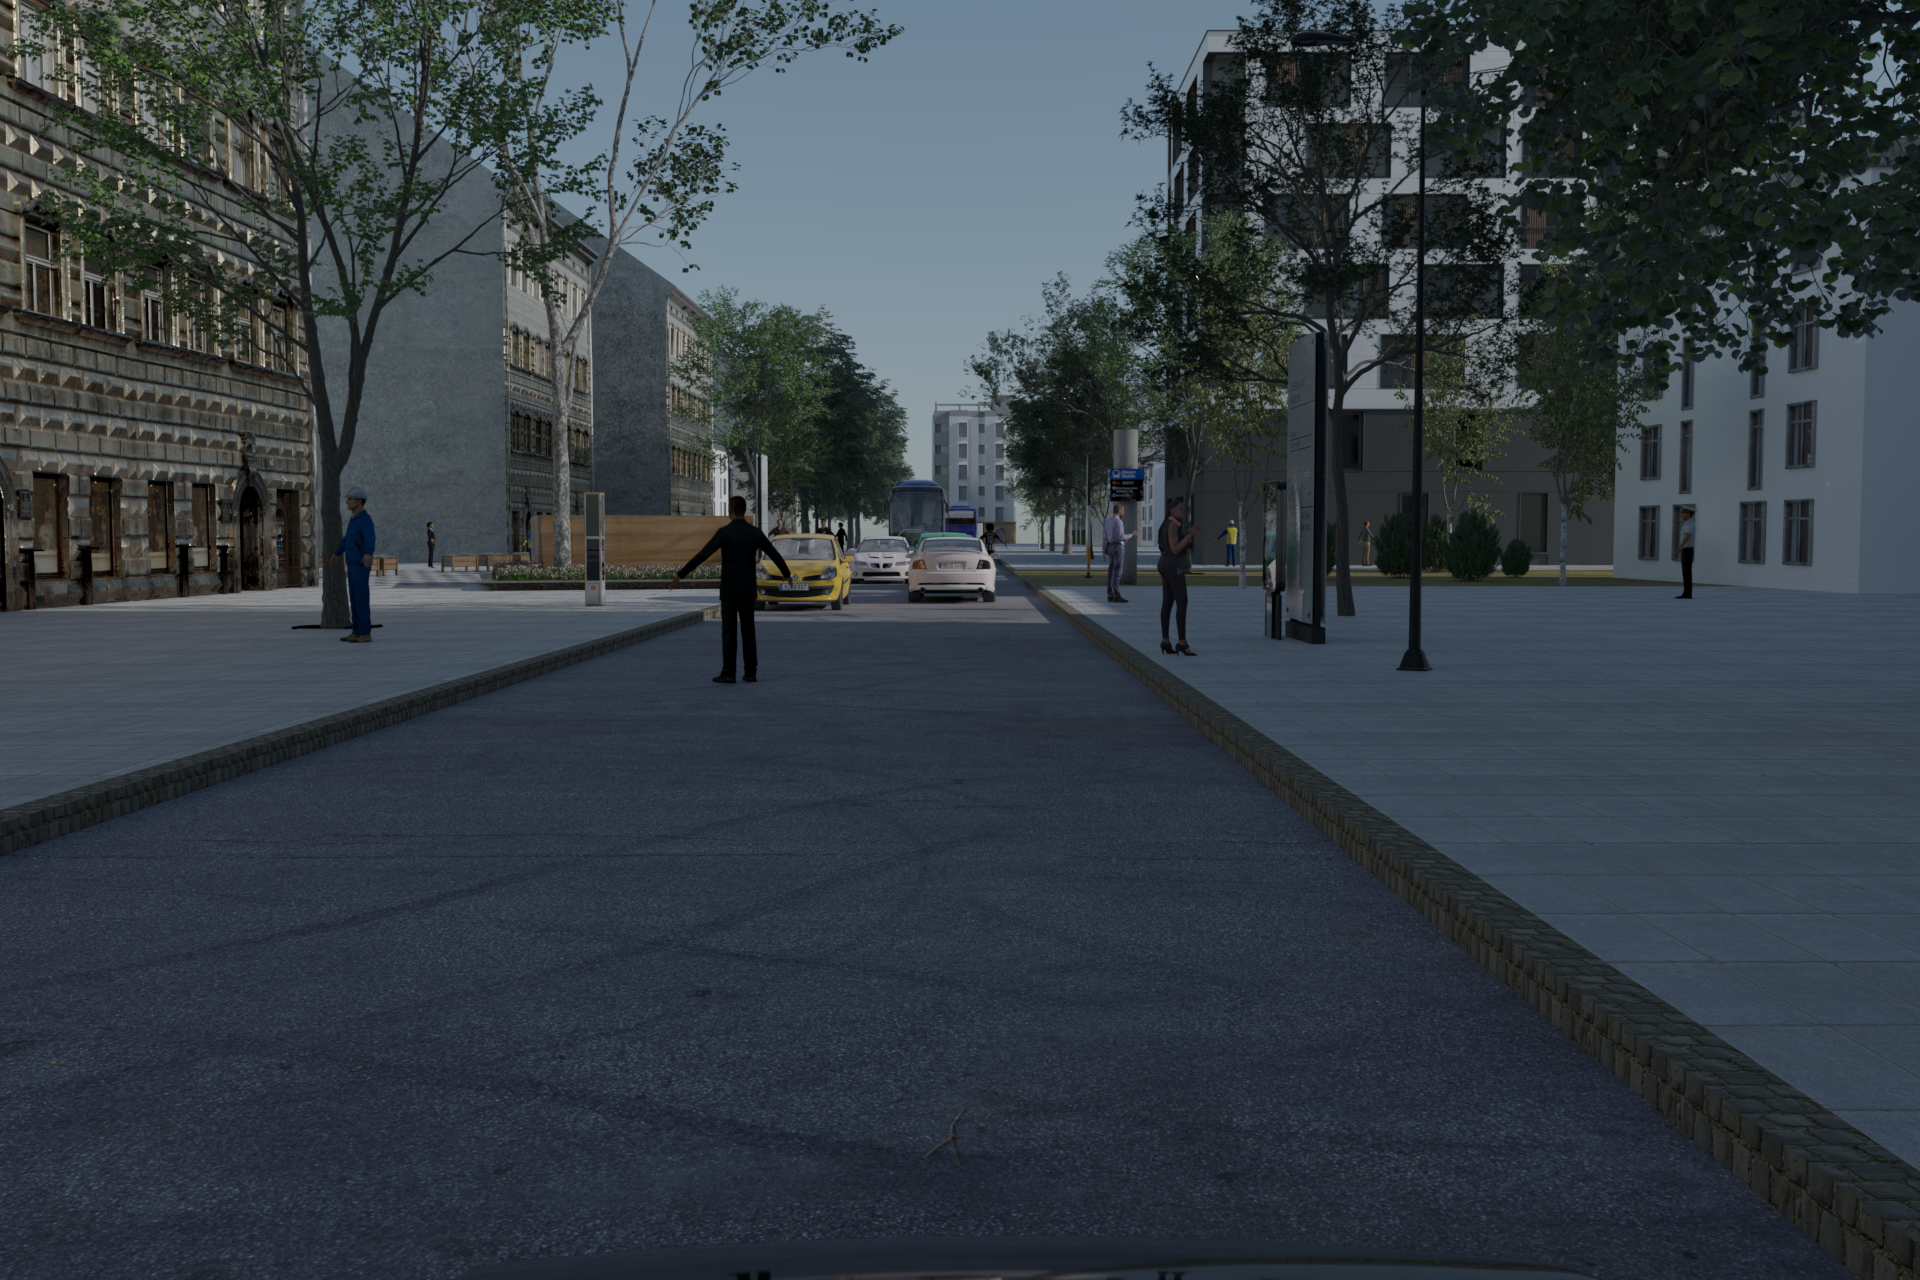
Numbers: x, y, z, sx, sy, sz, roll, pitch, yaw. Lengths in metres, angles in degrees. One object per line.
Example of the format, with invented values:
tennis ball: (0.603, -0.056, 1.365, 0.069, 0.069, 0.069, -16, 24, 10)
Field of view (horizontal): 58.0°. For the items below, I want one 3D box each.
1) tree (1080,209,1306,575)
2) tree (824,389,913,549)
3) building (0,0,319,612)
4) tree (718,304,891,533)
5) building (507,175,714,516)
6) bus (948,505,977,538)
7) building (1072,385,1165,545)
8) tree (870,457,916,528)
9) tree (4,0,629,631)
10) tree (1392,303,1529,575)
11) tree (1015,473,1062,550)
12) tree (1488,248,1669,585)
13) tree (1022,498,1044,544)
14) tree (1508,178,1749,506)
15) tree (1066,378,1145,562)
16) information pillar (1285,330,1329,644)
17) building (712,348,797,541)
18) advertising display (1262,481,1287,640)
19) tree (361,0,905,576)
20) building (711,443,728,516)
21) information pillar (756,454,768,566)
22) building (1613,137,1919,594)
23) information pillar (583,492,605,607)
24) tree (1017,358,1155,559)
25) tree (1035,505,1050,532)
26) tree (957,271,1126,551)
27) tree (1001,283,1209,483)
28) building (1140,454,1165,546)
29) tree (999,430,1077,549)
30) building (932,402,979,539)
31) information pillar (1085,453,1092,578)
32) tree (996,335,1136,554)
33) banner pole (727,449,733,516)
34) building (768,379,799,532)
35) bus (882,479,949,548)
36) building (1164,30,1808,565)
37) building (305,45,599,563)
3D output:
tree: (7.354, -7.897, 54.870, 9.928, 11.665, 9.643, 0, 3, 0)
tree: (-8.927, -14.810, 148.801, 9.857, 13.997, 8.962, 0, 3, 0)
building: (-24.902, -12.326, 32.466, 19.493, 23.208, 18.063, 0, 4, 0)
tree: (-8.597, -11.508, 94.809, 9.857, 13.997, 8.962, 0, 3, 0)
building: (-27.024, -17.366, 114.857, 19.493, 23.208, 18.063, 0, 4, 0)
bus: (0.021, -9.552, 147.714, 2.896, 3.916, 12.251, 0, 4, -1)
building: (22.684, -21.220, 213.405, 16.747, 18.905, 31.486, 0, 4, 0)
tree: (-8.839, -19.407, 235.432, 7.486, 12.596, 7.792, 0, 3, 0)
tree: (-8.423, -5.969, 23.348, 9.928, 11.665, 9.643, 0, 3, 0)
tree: (15.395, -6.340, 54.022, 4.737, 8.622, 4.395, 0, 3, 0)
tree: (6.435, -11.693, 141.535, 4.737, 8.622, 4.395, 0, 3, 0)
tree: (15.329, -5.670, 43.060, 4.737, 8.622, 4.395, 0, 3, 0)
tree: (11.027, -17.298, 233.180, 4.360, 8.622, 3.978, 0, 3, 0)
tree: (23.725, -9.362, 59.723, 9.857, 13.997, 8.962, 0, 3, 0)
tree: (6.524, -7.858, 78.835, 4.360, 8.622, 3.978, 0, 3, 0)
information pillar: (4.173, -1.807, 20.868, 0.184, 3.620, 1.656, 0, 4, 0)
building: (-28.324, -22.042, 191.320, 19.493, 23.208, 18.063, 0, 4, 0)
advertising display: (3.861, -0.984, 21.302, 0.123, 1.923, 0.974, 0, 4, 0)
tree: (-8.044, -11.200, 39.015, 12.611, 20.169, 13.585, 0, 3, 0)
building: (-26.655, -13.724, 166.536, 9.099, 9.664, 28.070, 0, 4, 1)
information pillar: (-5.905, -3.694, 51.711, 0.184, 3.620, 1.656, 0, 4, -1)
building: (23.729, -5.798, 36.952, 9.099, 9.664, 28.070, 0, 4, 0)
information pillar: (-6.479, -1.604, 30.711, 0.304, 2.012, 0.304, 0, 4, 0)
tree: (6.339, -9.375, 87.701, 7.601, 10.594, 8.767, 0, 4, 7)
tree: (12.272, -17.606, 238.213, 4.737, 8.622, 4.395, 0, 3, 0)
tree: (6.202, -16.607, 127.419, 12.611, 20.169, 13.585, 0, 3, 0)
tree: (5.827, -7.961, 64.568, 7.601, 10.594, 8.767, 2, 4, 34)
building: (24.759, -14.638, 181.475, 9.099, 9.664, 28.070, 0, 4, 1)
tree: (7.144, -13.585, 147.877, 9.928, 11.665, 9.643, 0, 3, 0)
building: (-3.547, -23.253, 239.059, 11.380, 20.090, 16.016, 0, 4, -1)
information pillar: (3.731, -3.607, 50.328, 0.183, 3.616, 0.504, 0, 4, -1)
tree: (6.810, -12.408, 109.524, 9.857, 13.997, 8.962, 0, 3, 0)
banner pole: (-6.822, -3.762, 51.524, 0.401, 3.779, 0.863, 0, 4, 2)
building: (-25.435, -21.370, 205.827, 16.016, 20.090, 11.380, 0, 4, 0)
bus: (-1.908, -5.514, 81.695, 2.896, 3.916, 12.251, 0, 4, 0)
building: (23.965, -14.856, 86.869, 27.936, 21.610, 32.646, 0, 3, 0)
building: (-29.225, -15.535, 84.923, 19.493, 23.208, 18.063, 0, 4, 0)
